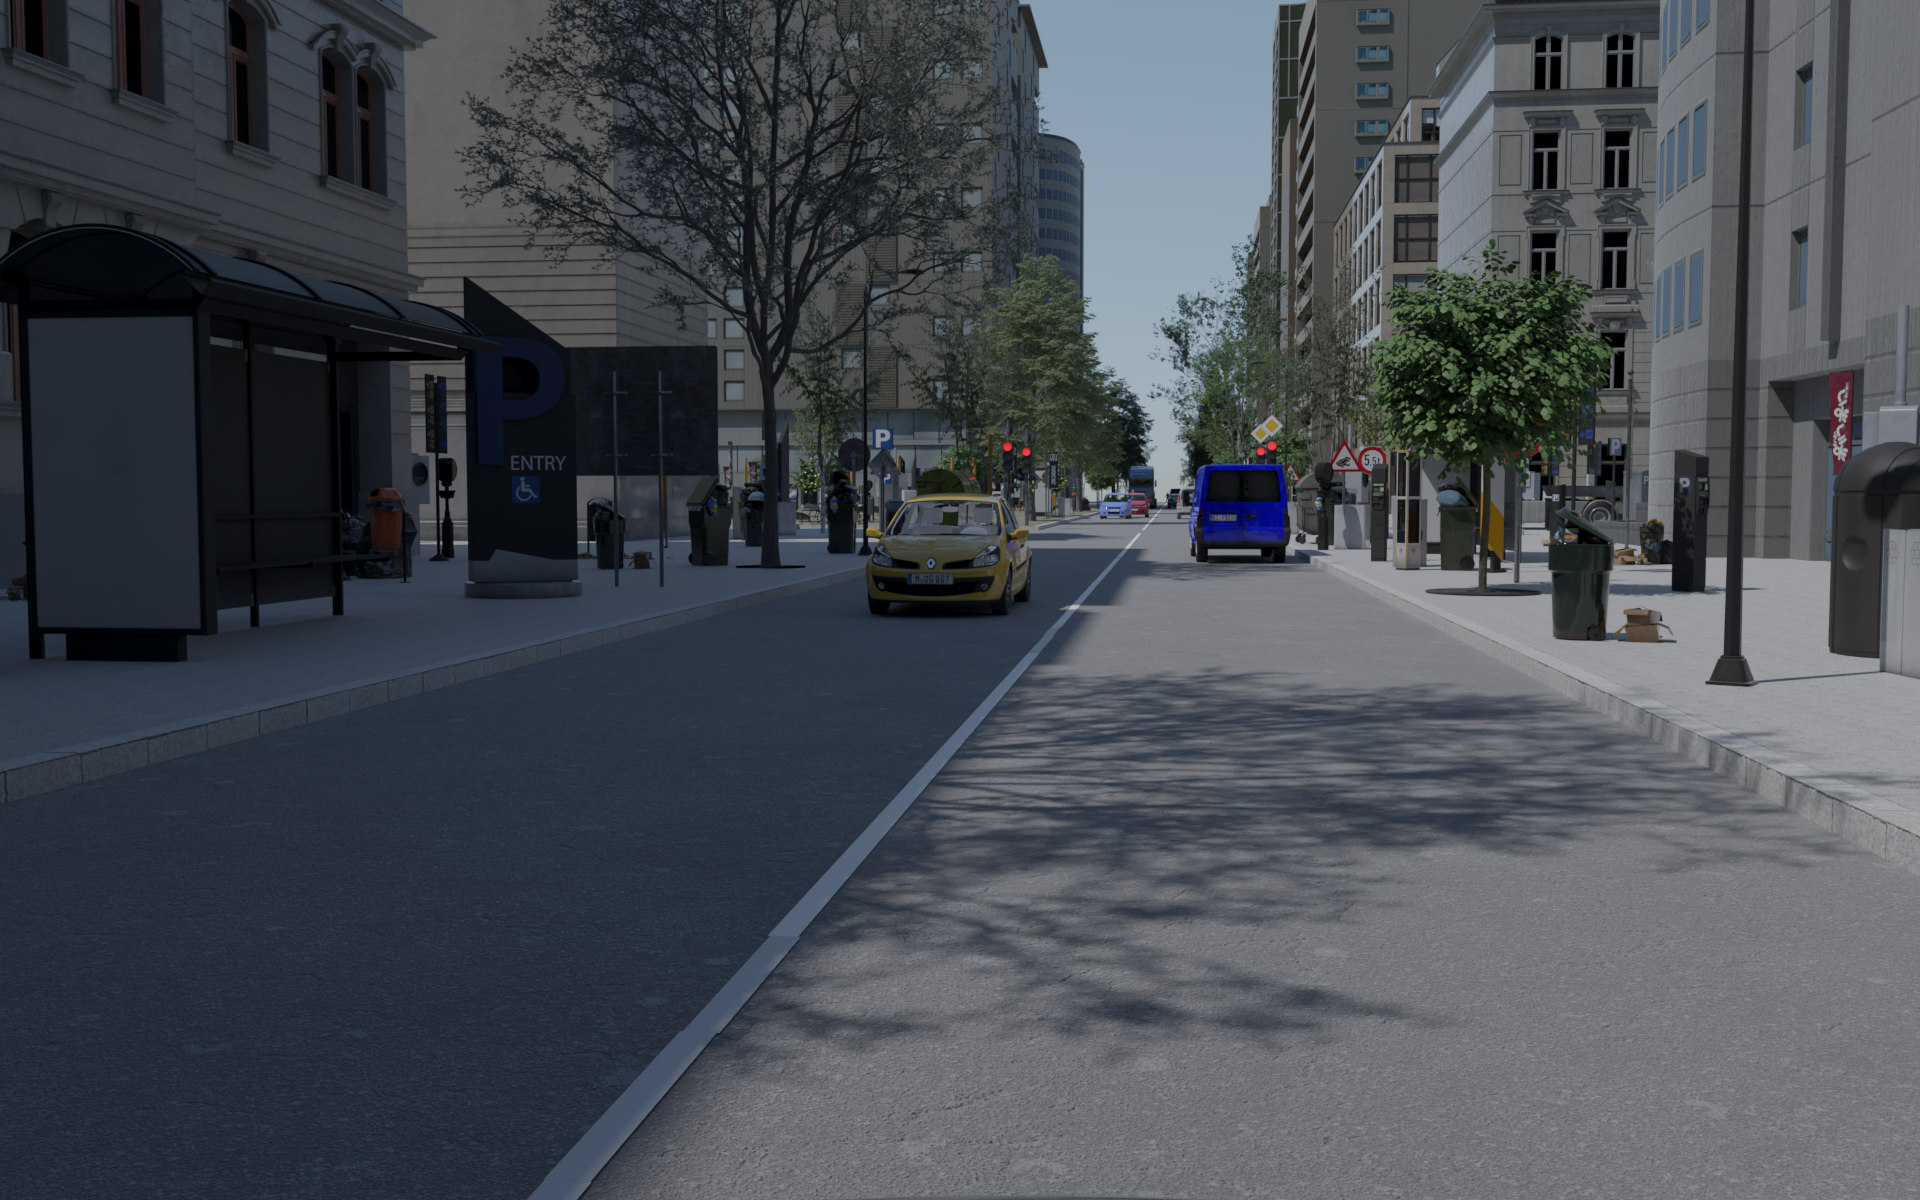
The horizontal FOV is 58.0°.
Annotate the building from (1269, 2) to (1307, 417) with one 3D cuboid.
[{"bbox_3d":[53.892,-49.793,252.374,20.563,71.187,20.611,0,4,7],"label":"building"}]

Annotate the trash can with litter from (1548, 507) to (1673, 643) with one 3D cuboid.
[{"bbox_3d":[5.719,-0.236,15.238,1.055,1.170,0.624,2,4,23],"label":"trash can with litter"}]

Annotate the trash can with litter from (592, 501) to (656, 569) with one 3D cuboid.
[{"bbox_3d":[-5.784,-1.128,29.824,1.055,1.170,0.624,-1,4,-14],"label":"trash can with litter"}]

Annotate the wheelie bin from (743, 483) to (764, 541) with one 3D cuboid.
[{"bbox_3d":[-5.674,-2.429,47.625,0.980,1.594,0.693,3,4,38],"label":"wheelie bin"}]

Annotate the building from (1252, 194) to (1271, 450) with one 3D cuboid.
[{"bbox_3d":[57.501,-39.764,273.845,21.300,48.544,21.600,0,4,7],"label":"building"}]

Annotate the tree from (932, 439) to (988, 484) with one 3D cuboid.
[{"bbox_3d":[0.068,-7.153,100.672,4.285,4.588,4.351,0,3,0],"label":"tree"}]

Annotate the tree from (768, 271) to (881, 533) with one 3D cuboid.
[{"bbox_3d":[-4.242,-6.484,56.378,4.360,8.622,3.978,0,3,0],"label":"tree"}]

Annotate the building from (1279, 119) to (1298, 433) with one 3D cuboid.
[{"bbox_3d":[44.785,-33.746,201.862,14.600,45.320,14.200,0,4,7],"label":"building"}]

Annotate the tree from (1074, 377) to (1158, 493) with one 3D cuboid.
[{"bbox_3d":[16.588,-17.210,188.040,9.857,13.997,8.962,0,3,0],"label":"tree"}]

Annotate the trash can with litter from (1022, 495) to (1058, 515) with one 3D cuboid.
[{"bbox_3d":[5.300,-5.911,107.700,2.233,1.210,1.678,1,4,14],"label":"trash can with litter"}]

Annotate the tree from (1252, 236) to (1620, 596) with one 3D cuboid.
[{"bbox_3d":[6.718,-2.353,22.183,4.285,4.588,4.351,0,3,0],"label":"tree"}]

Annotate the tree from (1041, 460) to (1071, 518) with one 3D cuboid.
[{"bbox_3d":[5.316,-6.109,94.484,1.663,3.219,1.824,0,3,0],"label":"tree"}]

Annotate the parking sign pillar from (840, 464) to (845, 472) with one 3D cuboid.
[{"bbox_3d":[-9.084,-8.852,133.196,1.447,3.967,1.447,0,4,-4],"label":"parking sign pillar"}]

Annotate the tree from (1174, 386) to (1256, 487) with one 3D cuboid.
[{"bbox_3d":[26.923,-16.010,178.765,9.611,12.733,9.660,0,3,0],"label":"tree"}]

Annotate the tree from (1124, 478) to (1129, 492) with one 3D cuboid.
[{"bbox_3d":[24.616,-18.807,257.857,4.360,8.622,3.978,0,3,0],"label":"tree"}]

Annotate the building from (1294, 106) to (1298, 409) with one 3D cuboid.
[{"bbox_3d":[46.430,-34.204,178.838,23.786,49.044,30.456,0,4,7],"label":"building"}]

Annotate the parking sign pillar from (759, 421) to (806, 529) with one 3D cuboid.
[{"bbox_3d":[-6.567,-4.570,63.189,1.447,3.967,1.447,0,4,7],"label":"parking sign pillar"}]

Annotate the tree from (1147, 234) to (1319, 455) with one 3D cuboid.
[{"bbox_3d":[20.359,-16.702,128.974,12.611,20.169,13.585,0,3,0],"label":"tree"}]

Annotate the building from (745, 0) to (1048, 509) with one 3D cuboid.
[{"bbox_3d":[-5.628,-36.666,188.722,28.713,52.752,27.495,0,4,7],"label":"building"}]

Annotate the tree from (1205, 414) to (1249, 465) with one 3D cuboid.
[{"bbox_3d":[23.615,-12.491,154.597,4.737,8.622,4.395,0,3,0],"label":"tree"}]

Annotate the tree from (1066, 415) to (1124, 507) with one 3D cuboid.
[{"bbox_3d":[10.138,-11.609,140.176,4.360,8.622,3.978,0,3,0],"label":"tree"}]

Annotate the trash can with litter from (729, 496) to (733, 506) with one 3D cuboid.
[{"bbox_3d":[-16.318,-7.122,127.496,2.233,1.210,1.678,-2,4,-30],"label":"trash can with litter"}]

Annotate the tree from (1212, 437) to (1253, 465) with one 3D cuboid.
[{"bbox_3d":[14.425,-5.753,77.768,4.285,4.588,4.351,0,3,0],"label":"tree"}]

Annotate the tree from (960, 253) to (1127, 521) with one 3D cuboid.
[{"bbox_3d":[3.622,-10.004,81.695,7.486,12.596,7.792,0,3,0],"label":"tree"}]

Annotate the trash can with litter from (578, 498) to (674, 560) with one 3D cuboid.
[{"bbox_3d":[-6.788,-1.413,34.168,2.233,1.210,1.678,1,4,13],"label":"trash can with litter"}]

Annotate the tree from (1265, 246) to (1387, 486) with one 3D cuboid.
[{"bbox_3d":[11.099,-6.242,52.421,4.360,8.622,3.978,0,3,0],"label":"tree"}]

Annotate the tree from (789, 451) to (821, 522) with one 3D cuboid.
[{"bbox_3d":[-6.774,-5.154,78.871,1.663,3.219,1.824,0,3,0],"label":"tree"}]

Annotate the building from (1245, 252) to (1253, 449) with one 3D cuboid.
[{"bbox_3d":[55.233,-37.229,292.294,14.154,41.232,14.086,0,4,7],"label":"building"}]

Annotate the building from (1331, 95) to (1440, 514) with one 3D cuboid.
[{"bbox_3d":[38.104,-19.573,124.537,19.350,26.468,34.151,0,4,7],"label":"building"}]

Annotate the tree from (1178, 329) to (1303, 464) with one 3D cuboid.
[{"bbox_3d":[17.417,-11.128,107.706,9.928,11.665,9.643,0,3,0],"label":"tree"}]

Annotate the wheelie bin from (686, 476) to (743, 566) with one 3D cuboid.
[{"bbox_3d":[-4.512,-1.427,31.233,0.693,1.594,0.980,-3,4,-36],"label":"wheelie bin"}]

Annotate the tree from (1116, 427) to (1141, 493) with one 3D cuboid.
[{"bbox_3d":[20.387,-17.593,222.062,7.601,10.594,8.767,0,4,-3],"label":"tree"}]

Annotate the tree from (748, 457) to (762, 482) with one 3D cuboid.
[{"bbox_3d":[-14.947,-9.215,134.374,4.285,4.588,4.351,0,3,0],"label":"tree"}]

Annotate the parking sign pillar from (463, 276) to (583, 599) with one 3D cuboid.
[{"bbox_3d":[-5.500,-2.034,21.720,1.447,3.967,1.447,-2,4,-25],"label":"parking sign pillar"}]

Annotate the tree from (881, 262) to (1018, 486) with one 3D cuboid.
[{"bbox_3d":[0.086,-6.363,54.391,4.360,8.622,3.978,0,3,0],"label":"tree"}]

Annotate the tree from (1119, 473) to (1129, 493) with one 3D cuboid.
[{"bbox_3d":[29.757,-21.243,297.686,4.737,8.622,4.395,0,3,0],"label":"tree"}]

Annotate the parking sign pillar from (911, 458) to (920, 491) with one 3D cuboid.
[{"bbox_3d":[-3.300,-8.589,128.898,1.447,3.967,1.447,-1,4,-12],"label":"parking sign pillar"}]

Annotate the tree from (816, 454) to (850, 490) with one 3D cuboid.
[{"bbox_3d":[-10.270,-9.690,142.138,4.285,4.588,4.351,0,3,0],"label":"tree"}]

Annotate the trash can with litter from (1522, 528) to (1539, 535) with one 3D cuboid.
[{"bbox_3d":[17.090,-2.677,54.831,1.678,1.210,2.233,-2,4,-27],"label":"trash can with litter"}]

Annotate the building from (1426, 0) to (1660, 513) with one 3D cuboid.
[{"bbox_3d":[45.574,-18.641,81.203,44.131,29.872,17.030,0,4,7],"label":"building"}]

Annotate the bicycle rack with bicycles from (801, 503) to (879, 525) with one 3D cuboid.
[{"bbox_3d":[-5.241,-3.630,72.728,2.925,0.926,2.852,-2,4,-33],"label":"bicycle rack with bicycles"}]

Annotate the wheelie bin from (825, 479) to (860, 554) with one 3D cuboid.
[{"bbox_3d":[-2.533,-1.812,37.526,0.693,1.594,0.980,0,4,5],"label":"wheelie bin"}]

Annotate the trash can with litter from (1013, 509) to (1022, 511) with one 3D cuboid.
[{"bbox_3d":[4.647,-7.232,129.301,2.233,1.210,1.678,2,4,30],"label":"trash can with litter"}]

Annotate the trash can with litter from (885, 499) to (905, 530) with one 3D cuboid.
[{"bbox_3d":[-1.465,-1.836,41.399,0.624,1.170,1.055,0,4,-8],"label":"trash can with litter"}]

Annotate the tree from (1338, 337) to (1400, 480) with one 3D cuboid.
[{"bbox_3d":[19.712,-8.065,82.225,4.737,8.622,4.395,0,3,0],"label":"tree"}]

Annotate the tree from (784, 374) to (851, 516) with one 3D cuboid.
[{"bbox_3d":[-8.310,-9.316,102.676,4.737,8.622,4.395,0,3,0],"label":"tree"}]

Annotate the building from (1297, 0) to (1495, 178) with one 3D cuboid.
[{"bbox_3d":[41.338,-32.392,153.305,21.300,48.544,21.600,0,4,7],"label":"building"}]

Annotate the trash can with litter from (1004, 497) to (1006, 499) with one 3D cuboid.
[{"bbox_3d":[1.500,-3.699,71.869,1.055,1.170,0.624,1,4,11],"label":"trash can with litter"}]

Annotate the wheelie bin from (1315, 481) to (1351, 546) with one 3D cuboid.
[{"bbox_3d":[9.359,-2.167,43.330,0.980,1.594,0.693,-2,4,-32],"label":"wheelie bin"}]

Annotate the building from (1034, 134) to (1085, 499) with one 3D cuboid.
[{"bbox_3d":[8.732,-45.128,279.843,21.231,58.520,28.212,0,4,7],"label":"building"}]

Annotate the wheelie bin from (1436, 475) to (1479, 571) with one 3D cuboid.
[{"bbox_3d":[8.350,-1.297,29.108,0.693,1.594,0.980,1,4,15],"label":"wheelie bin"}]

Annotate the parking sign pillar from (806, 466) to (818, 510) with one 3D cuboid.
[{"bbox_3d":[-11.581,-8.839,132.983,1.447,3.967,1.447,-3,4,-37],"label":"parking sign pillar"}]

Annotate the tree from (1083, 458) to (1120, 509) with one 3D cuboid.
[{"bbox_3d":[12.372,-10.311,152.294,4.285,4.588,4.351,0,3,0],"label":"tree"}]

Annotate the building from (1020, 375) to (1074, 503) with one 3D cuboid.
[{"bbox_3d":[2.042,-24.957,253.079,27.650,21.520,28.899,0,4,7],"label":"building"}]

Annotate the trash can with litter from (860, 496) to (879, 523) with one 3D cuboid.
[{"bbox_3d":[-4.094,-4.505,84.717,1.678,1.210,2.233,2,4,28],"label":"trash can with litter"}]

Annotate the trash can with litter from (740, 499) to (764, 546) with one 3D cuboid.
[{"bbox_3d":[-5.119,-1.903,42.504,0.624,1.170,1.055,-1,4,-11],"label":"trash can with litter"}]

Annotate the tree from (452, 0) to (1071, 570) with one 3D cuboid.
[{"bbox_3d":[-3.239,-7.284,29.467,12.009,13.543,11.850,0,3,0],"label":"tree"}]

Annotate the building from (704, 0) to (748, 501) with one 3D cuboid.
[{"bbox_3d":[-8.982,-35.000,161.483,28.713,52.752,27.495,0,4,7],"label":"building"}]

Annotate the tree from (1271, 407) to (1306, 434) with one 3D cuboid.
[{"bbox_3d":[25.911,-11.523,138.755,4.737,8.622,4.395,0,3,0],"label":"tree"}]
